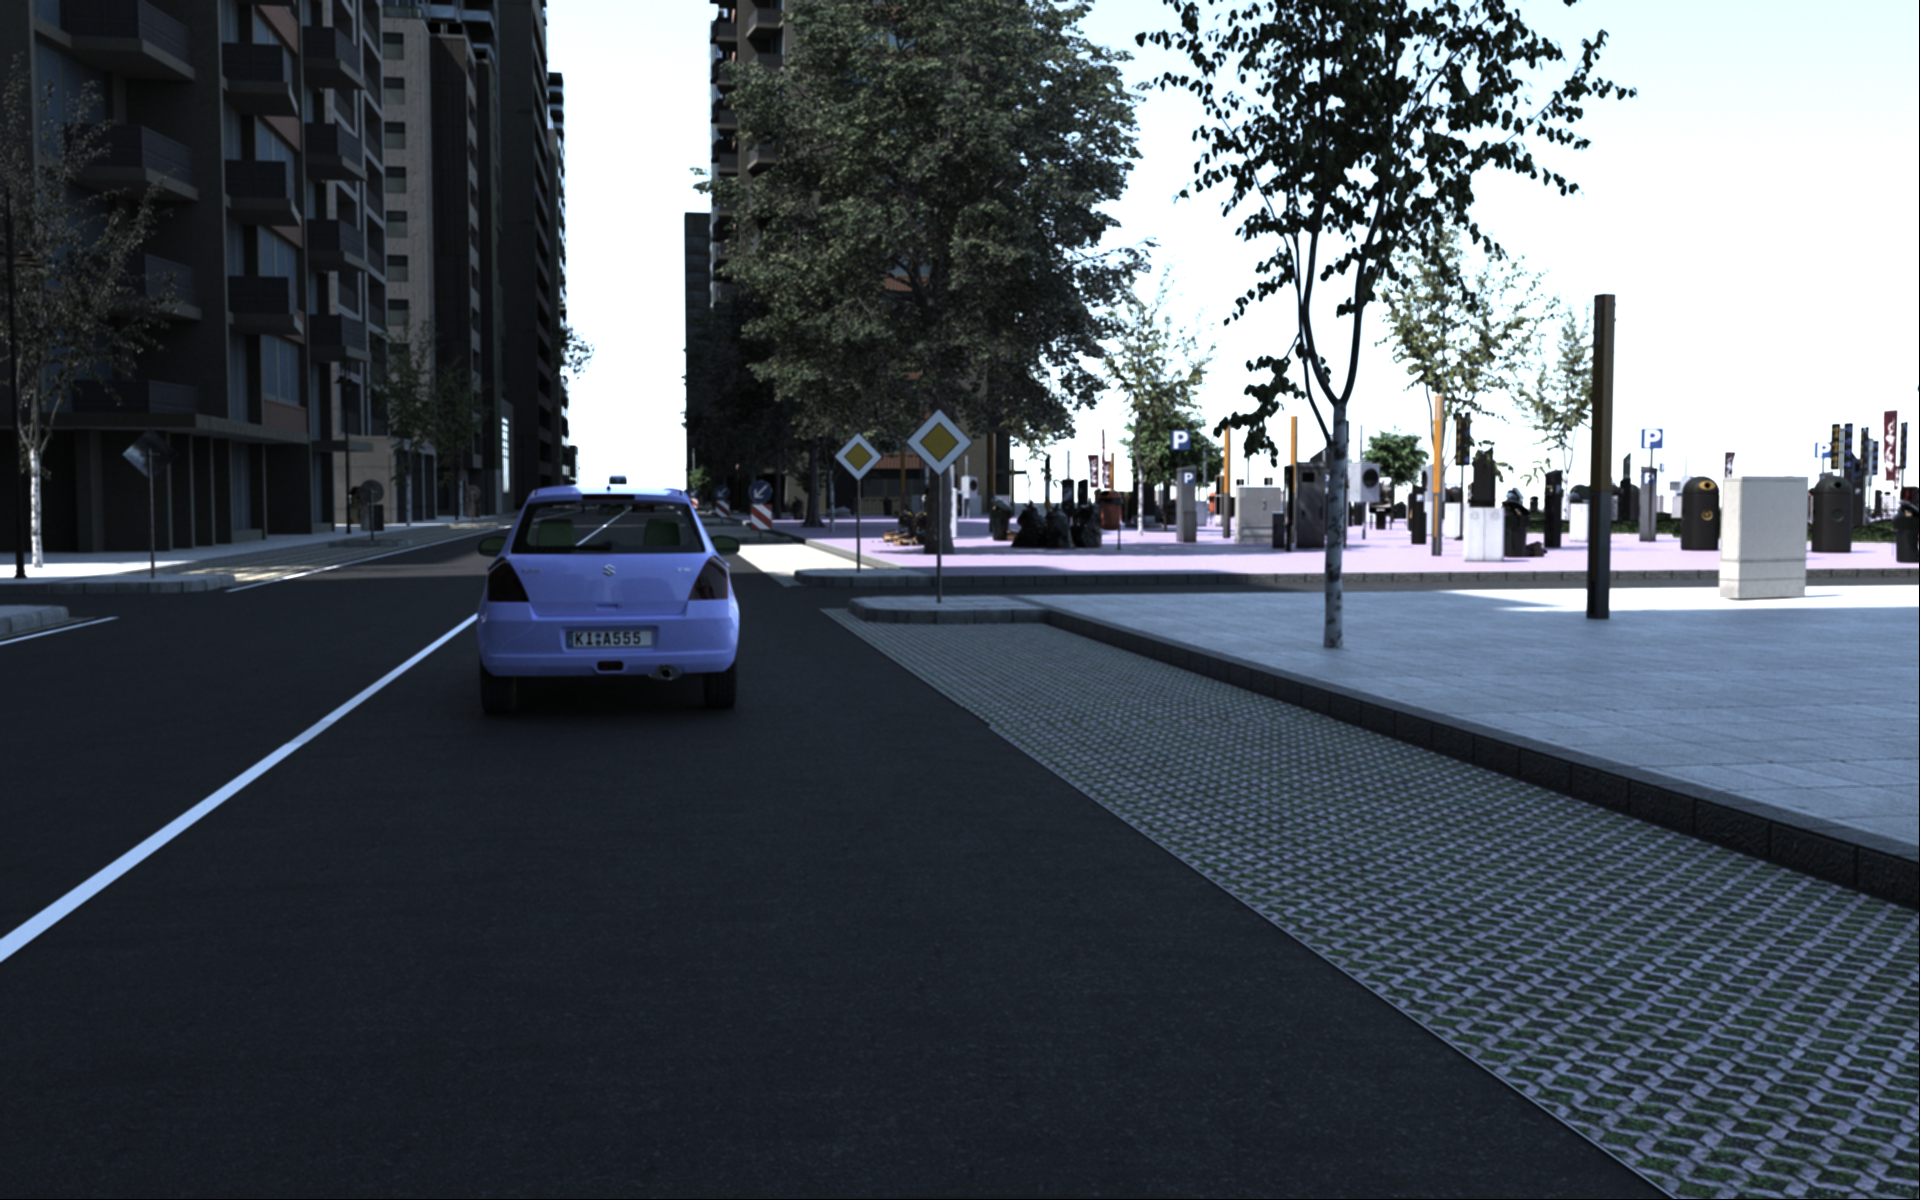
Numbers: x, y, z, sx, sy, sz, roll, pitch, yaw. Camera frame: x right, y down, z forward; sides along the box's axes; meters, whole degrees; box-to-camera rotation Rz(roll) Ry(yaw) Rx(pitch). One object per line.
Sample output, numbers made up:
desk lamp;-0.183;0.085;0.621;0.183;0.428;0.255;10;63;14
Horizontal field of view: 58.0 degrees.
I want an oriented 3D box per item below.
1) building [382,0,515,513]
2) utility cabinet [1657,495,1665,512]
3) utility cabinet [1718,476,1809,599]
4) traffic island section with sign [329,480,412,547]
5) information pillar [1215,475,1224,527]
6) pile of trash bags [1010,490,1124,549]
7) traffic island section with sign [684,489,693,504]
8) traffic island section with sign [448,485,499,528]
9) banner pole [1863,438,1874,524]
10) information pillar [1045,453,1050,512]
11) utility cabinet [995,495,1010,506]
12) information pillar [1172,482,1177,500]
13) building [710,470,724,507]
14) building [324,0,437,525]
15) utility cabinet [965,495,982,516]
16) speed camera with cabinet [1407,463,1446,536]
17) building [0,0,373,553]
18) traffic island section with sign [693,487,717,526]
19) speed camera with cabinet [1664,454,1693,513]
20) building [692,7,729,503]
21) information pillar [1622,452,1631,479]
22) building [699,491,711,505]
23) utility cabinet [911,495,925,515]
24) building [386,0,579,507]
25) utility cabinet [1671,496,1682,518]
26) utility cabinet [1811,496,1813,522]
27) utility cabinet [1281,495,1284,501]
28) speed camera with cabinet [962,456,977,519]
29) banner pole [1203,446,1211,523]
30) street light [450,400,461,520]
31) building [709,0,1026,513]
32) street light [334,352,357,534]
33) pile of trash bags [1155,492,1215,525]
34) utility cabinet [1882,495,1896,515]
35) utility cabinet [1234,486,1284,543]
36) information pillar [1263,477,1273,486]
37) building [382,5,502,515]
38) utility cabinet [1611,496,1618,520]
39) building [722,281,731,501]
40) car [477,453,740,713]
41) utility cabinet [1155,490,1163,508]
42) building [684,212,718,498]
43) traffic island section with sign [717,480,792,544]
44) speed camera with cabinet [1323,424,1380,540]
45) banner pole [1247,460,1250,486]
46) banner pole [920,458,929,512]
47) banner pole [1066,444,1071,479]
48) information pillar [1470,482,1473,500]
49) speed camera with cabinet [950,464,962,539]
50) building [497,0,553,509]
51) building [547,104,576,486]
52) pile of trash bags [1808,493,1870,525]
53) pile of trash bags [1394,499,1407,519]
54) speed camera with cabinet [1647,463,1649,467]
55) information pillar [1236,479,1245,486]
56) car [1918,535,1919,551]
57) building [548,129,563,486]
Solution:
building;-44.269;-49.768;126.379;22.319;86.520;31.000;-1;4;-10
utility cabinet;39.407;-5.262;97.191;1.020;1.237;0.306;1;4;9
utility cabinet;9.813;-0.764;21.162;1.173;1.500;0.318;-2;4;-26
traffic island section with sign;-16.088;-2.369;47.364;1.989;1.847;2.006;-1;4;-10
information pillar;10.273;-3.902;68.295;0.304;2.012;0.304;-3;5;-43
pile of trash bags;2.737;-1.926;41.241;1.912;1.369;3.447;-2;4;-33
traffic island section with sign;-19.583;-7.215;126.587;1.989;1.847;2.006;-1;4;-10
traffic island section with sign;-20.973;-4.039;74.661;1.989;1.847;2.006;-1;4;-10
banner pole;35.523;-4.754;67.738;0.863;3.779;0.401;-3;5;-40
information pillar;4.992;-6.560;98.612;0.183;3.616;0.504;-2;4;-30
utility cabinet;2.057;-4.678;87.648;1.020;1.237;0.306;-3;5;-43
information pillar;11.813;-6.322;94.719;0.504;3.616;0.183;1;4;14
building;-13.704;-44.604;167.519;20.563;71.187;20.611;-1;4;-10
building;-35.742;-39.211;79.358;20.563;71.187;20.611;-1;4;-10
utility cabinet;0.794;-5.660;103.708;1.020;1.237;0.306;-2;4;-32
speed camera with cabinet;14.285;-3.593;53.076;0.660;3.252;2.038;0;4;-2
building;-29.398;-24.066;48.100;22.147;44.769;28.867;-1;4;-10
traffic island section with sign;-10.755;-4.199;77.289;1.989;1.847;2.006;-1;4;-10
speed camera with cabinet;35.636;-5.579;85.556;2.038;3.252;0.660;-3;4;-37
building;-24.340;-56.159;230.870;22.319;86.520;31.000;-1;4;-10
information pillar;36.790;-6.375;95.580;0.504;3.616;0.183;-1;4;-17
building;-14.795;-31.447;206.042;32.217;40.220;23.993;-1;4;-10
utility cabinet;-2.306;-5.413;99.664;1.020;1.237;0.306;2;4;28
building;-63.928;-56.554;237.322;22.319;86.520;31.000;-1;4;-10
utility cabinet;28.428;-3.467;67.854;1.020;1.237;0.306;1;4;15
utility cabinet;27.376;-2.704;55.379;0.306;1.237;1.020;2;4;25
utility cabinet;18.081;-5.323;98.184;1.020;1.237;0.306;2;4;26
speed camera with cabinet;0.047;-5.756;88.443;0.660;3.252;2.038;3;5;40
banner pole;10.929;-5.329;77.144;0.401;3.779;0.863;2;4;24
street light;-24.875;-6.889;85.426;0.468;5.910;1.993;-1;4;-10
building;-7.299;-29.070;129.913;22.147;44.769;28.867;-1;4;-10
street light;-19.796;-5.084;55.909;0.468;5.910;1.993;-1;4;-10
pile of trash bags;9.440;-3.806;71.975;3.447;1.369;1.912;-2;4;-28
utility cabinet;53.940;-5.492;100.951;0.306;1.237;1.020;-3;5;-43
utility cabinet;7.759;-2.227;45.083;1.173;1.500;0.318;-1;4;-14
information pillar;13.188;-4.258;74.116;0.304;2.012;0.304;-3;5;-44
building;-36.086;-20.452;106.099;14.160;30.474;14.107;-1;4;-10
utility cabinet;24.546;-3.299;65.098;0.306;1.237;1.020;1;4;22
building;-13.685;-23.199;150.997;14.160;30.474;14.107;-1;4;-10
car;-2.569;-0.193;12.740;1.945;1.707;3.694;-1;4;-11
utility cabinet;9.785;-4.877;88.423;1.173;1.500;0.318;3;5;44
building;-33.171;-34.859;253.535;14.154;41.232;14.086;-1;4;-10
traffic island section with sign;-5.995;-2.577;50.755;1.989;1.847;2.006;-1;4;-10
speed camera with cabinet;10.793;-3.319;48.609;2.038;3.252;0.660;-2;4;-24
banner pole;14.062;-5.775;84.431;0.401;3.779;0.863;1;4;20
banner pole;-1.860;-6.212;91.576;0.863;3.779;0.401;-2;4;-26
banner pole;5.477;-5.956;87.405;0.401;3.779;0.863;1;4;19
information pillar;31.521;-6.240;106.520;0.304;2.012;0.304;1;4;13
speed camera with cabinet;-0.403;-3.422;50.287;0.660;3.252;2.038;0;4;-3
building;-47.917;-32.407;153.554;21.300;48.544;21.600;-1;4;-10
building;-58.979;-35.999;208.192;23.786;49.044;30.456;-1;4;-10
pile of trash bags;36.388;-3.839;72.520;1.912;1.369;3.447;-1;4;-18
pile of trash bags;22.998;-4.876;89.478;3.447;1.369;1.912;-1;4;-21
speed camera with cabinet;43.461;-7.158;111.362;2.038;3.252;0.660;3;5;44
information pillar;13.225;-4.729;81.810;0.304;2.012;0.304;-3;5;-42
car;18.519;-1.209;28.439;5.304;1.827;2.281;-1;4;-11
building;-50.760;-30.809;187.316;14.154;41.232;14.086;-1;4;-10
